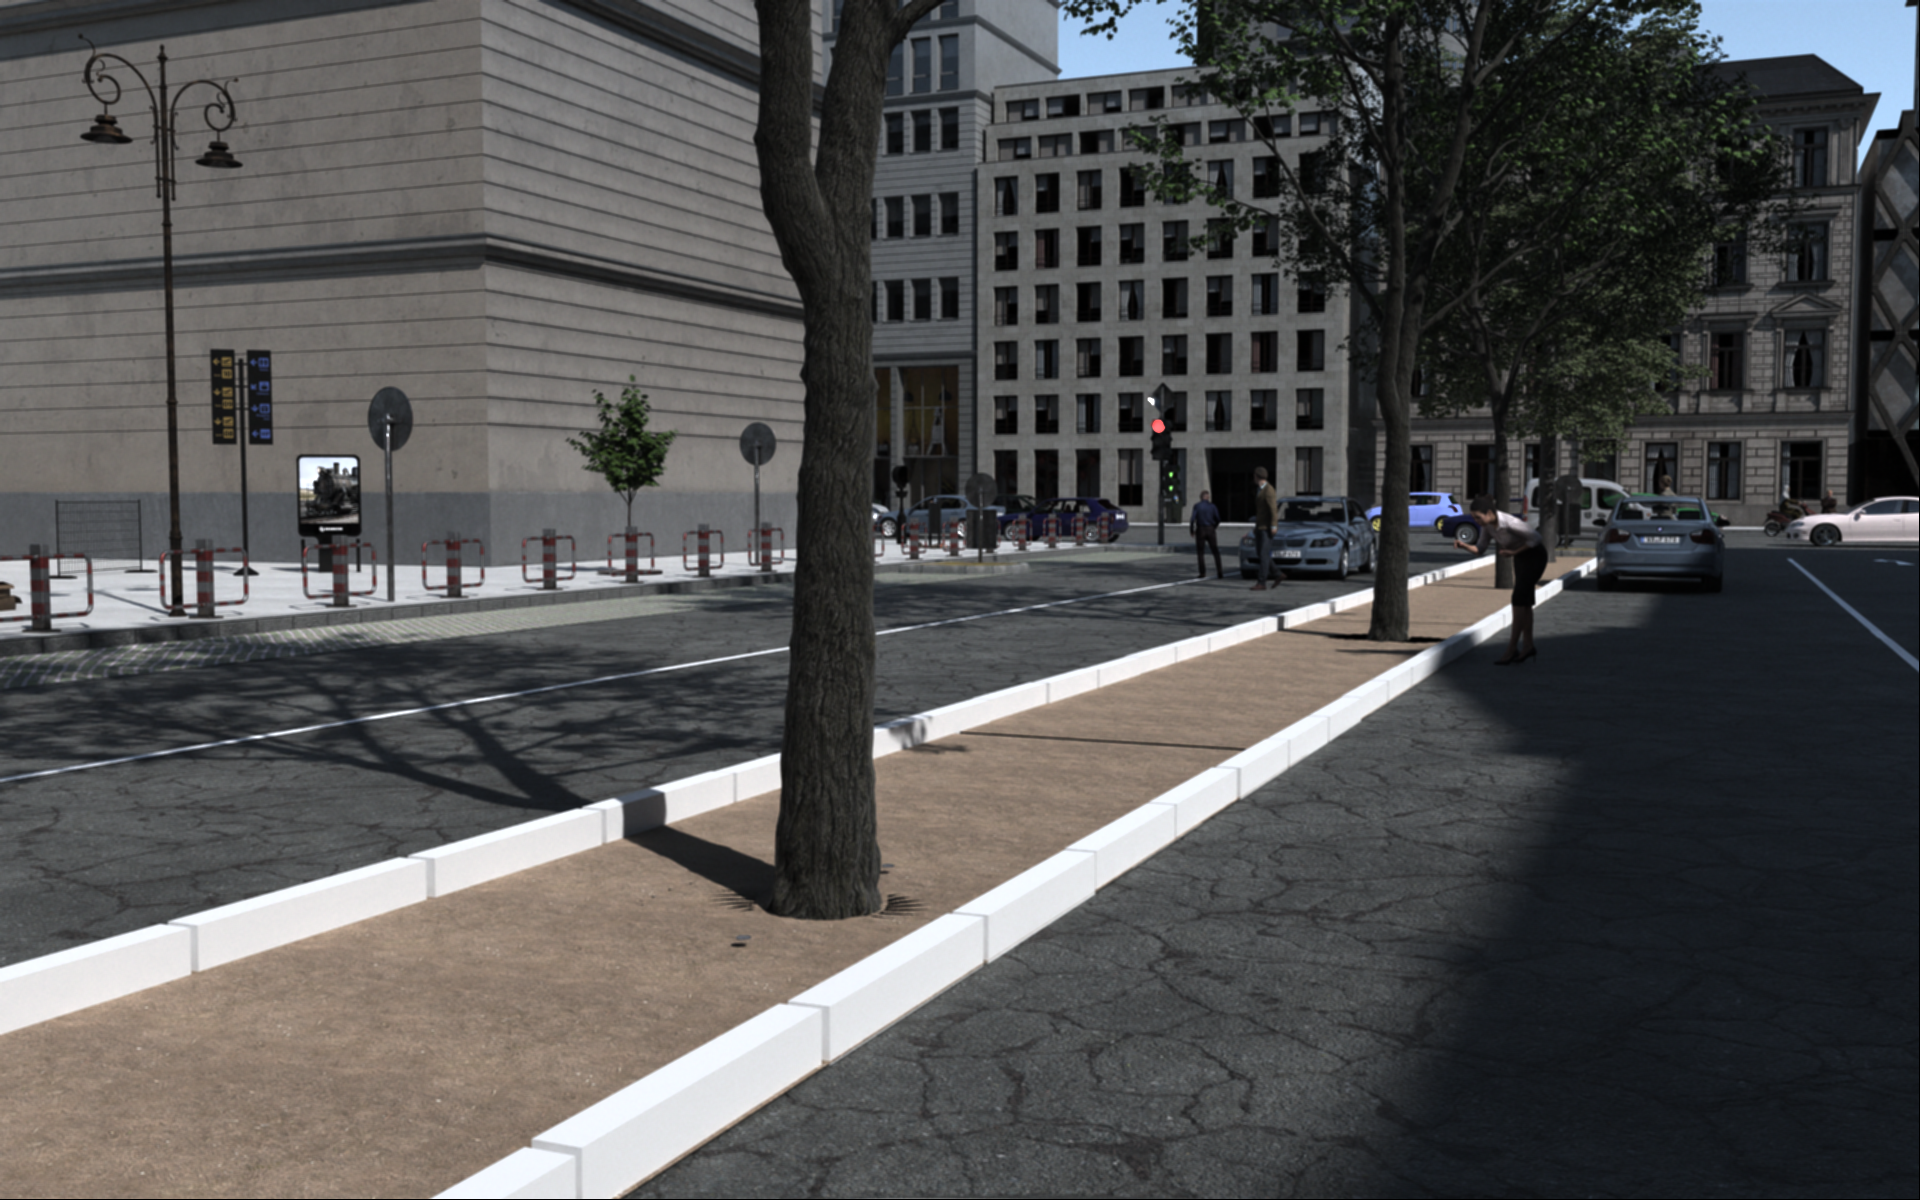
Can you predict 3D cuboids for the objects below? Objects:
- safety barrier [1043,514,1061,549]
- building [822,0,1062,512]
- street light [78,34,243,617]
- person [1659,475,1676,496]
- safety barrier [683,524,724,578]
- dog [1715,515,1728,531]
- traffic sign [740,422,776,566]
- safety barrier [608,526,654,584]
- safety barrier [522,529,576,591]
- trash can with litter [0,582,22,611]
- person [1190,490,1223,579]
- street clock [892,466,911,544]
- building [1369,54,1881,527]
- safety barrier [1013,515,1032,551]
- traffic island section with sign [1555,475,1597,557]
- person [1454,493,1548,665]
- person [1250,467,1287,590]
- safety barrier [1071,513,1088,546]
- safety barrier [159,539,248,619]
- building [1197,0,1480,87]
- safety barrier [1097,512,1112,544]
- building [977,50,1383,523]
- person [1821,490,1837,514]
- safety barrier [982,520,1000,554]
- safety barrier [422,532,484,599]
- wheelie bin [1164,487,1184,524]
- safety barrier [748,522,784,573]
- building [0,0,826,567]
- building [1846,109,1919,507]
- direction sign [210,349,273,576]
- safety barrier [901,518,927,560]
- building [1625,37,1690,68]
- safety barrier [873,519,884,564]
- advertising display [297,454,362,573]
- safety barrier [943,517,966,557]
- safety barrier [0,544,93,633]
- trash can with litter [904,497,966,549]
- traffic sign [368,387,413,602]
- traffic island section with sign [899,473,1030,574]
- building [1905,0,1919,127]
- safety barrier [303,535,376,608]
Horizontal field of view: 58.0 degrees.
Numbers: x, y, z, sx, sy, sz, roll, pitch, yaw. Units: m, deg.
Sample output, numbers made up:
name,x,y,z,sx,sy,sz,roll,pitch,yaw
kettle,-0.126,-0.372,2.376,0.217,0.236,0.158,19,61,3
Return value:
name,x,y,z,sx,sy,sz,roll,pitch,yaw
safety barrier,2.170,-1.618,40.733,0.300,0.817,1.120,2,4,23
building,-10.667,-19.148,90.567,29.804,29.767,11.434,2,4,23
street light,-8.204,-2.764,17.984,0.468,5.910,1.993,2,4,23
person,12.157,-1.279,29.956,0.519,1.759,0.362,-3,5,-39
safety barrier,-3.940,-0.756,26.638,0.300,0.817,1.120,2,4,23
dog,22.019,-2.073,50.726,0.513,0.831,0.800,-1,4,-14
traffic sign,-3.617,-1.879,30.828,0.768,2.556,0.104,2,4,27
safety barrier,-4.715,-0.648,24.864,0.300,0.817,1.120,2,4,23
safety barrier,-5.476,-0.540,23.104,0.300,0.817,1.120,2,4,23
trash can with litter,-10.771,-0.453,18.790,0.624,1.170,1.055,1,4,9
person,4.248,-1.121,29.519,0.574,1.496,0.600,1,4,22
street clock,-1.492,-2.425,44.225,0.471,2.002,0.358,-3,5,-44
building,27.673,-12.792,73.782,19.286,19.102,10.561,2,4,23
safety barrier,1.402,-1.511,38.976,0.300,0.817,1.120,2,4,23
traffic island section with sign,14.016,-1.958,40.148,2.006,1.907,1.989,2,4,23
person,4.572,-0.176,14.574,0.628,1.438,0.799,2,4,35
person,4.593,-1.078,26.033,0.836,1.842,0.656,-3,5,-39
safety barrier,2.938,-1.727,42.507,0.300,0.817,1.120,2,4,23
safety barrier,-7.767,-0.217,17.821,0.300,0.817,1.120,2,4,23
building,33.621,-37.048,147.731,21.231,58.520,28.212,2,4,23
safety barrier,3.705,-1.835,44.281,0.300,0.817,1.120,2,4,23
building,10.577,-13.851,81.215,16.860,20.320,10.420,2,4,23
person,25.958,-2.505,51.728,0.482,1.546,0.388,2,4,26
safety barrier,0.643,-1.403,37.216,0.300,0.817,1.120,2,4,23
safety barrier,-6.237,-0.432,21.344,0.300,0.817,1.120,2,4,23
wheelie bin,9.187,-4.066,74.391,0.693,1.594,0.980,-2,4,-27
safety barrier,-3.176,-0.864,28.402,0.300,0.817,1.120,2,4,23
building,-15.818,-15.442,39.860,23.554,28.519,14.401,2,4,23
building,45.385,-12.341,69.231,16.811,18.784,16.820,2,4,23
direction sign,-11.279,-2.157,27.262,0.876,3.537,0.379,-1,4,-16
safety barrier,-0.888,-1.187,33.686,0.300,0.817,1.120,2,4,23
building,80.995,-42.046,229.458,28.212,58.520,21.231,2,4,23
safety barrier,-1.654,-1.079,31.922,0.300,0.817,1.120,2,4,23
advertising display,-10.303,-1.413,28.311,0.974,1.923,0.123,-1,4,-17
safety barrier,-0.118,-1.295,35.456,0.300,0.817,1.120,2,4,23
safety barrier,-8.529,-0.109,16.062,0.300,0.817,1.120,2,4,23
trash can with litter,-0.678,-1.857,41.427,1.678,1.210,2.233,-2,4,-26
traffic sign,-6.786,-1.252,20.581,0.768,2.556,0.104,2,4,31
traffic island section with sign,0.192,-1.410,31.677,1.989,1.847,2.006,2,4,23
building,101.731,-34.629,155.423,28.713,52.752,27.495,2,4,23
safety barrier,-7.004,-0.324,19.580,0.300,0.817,1.120,2,4,23
